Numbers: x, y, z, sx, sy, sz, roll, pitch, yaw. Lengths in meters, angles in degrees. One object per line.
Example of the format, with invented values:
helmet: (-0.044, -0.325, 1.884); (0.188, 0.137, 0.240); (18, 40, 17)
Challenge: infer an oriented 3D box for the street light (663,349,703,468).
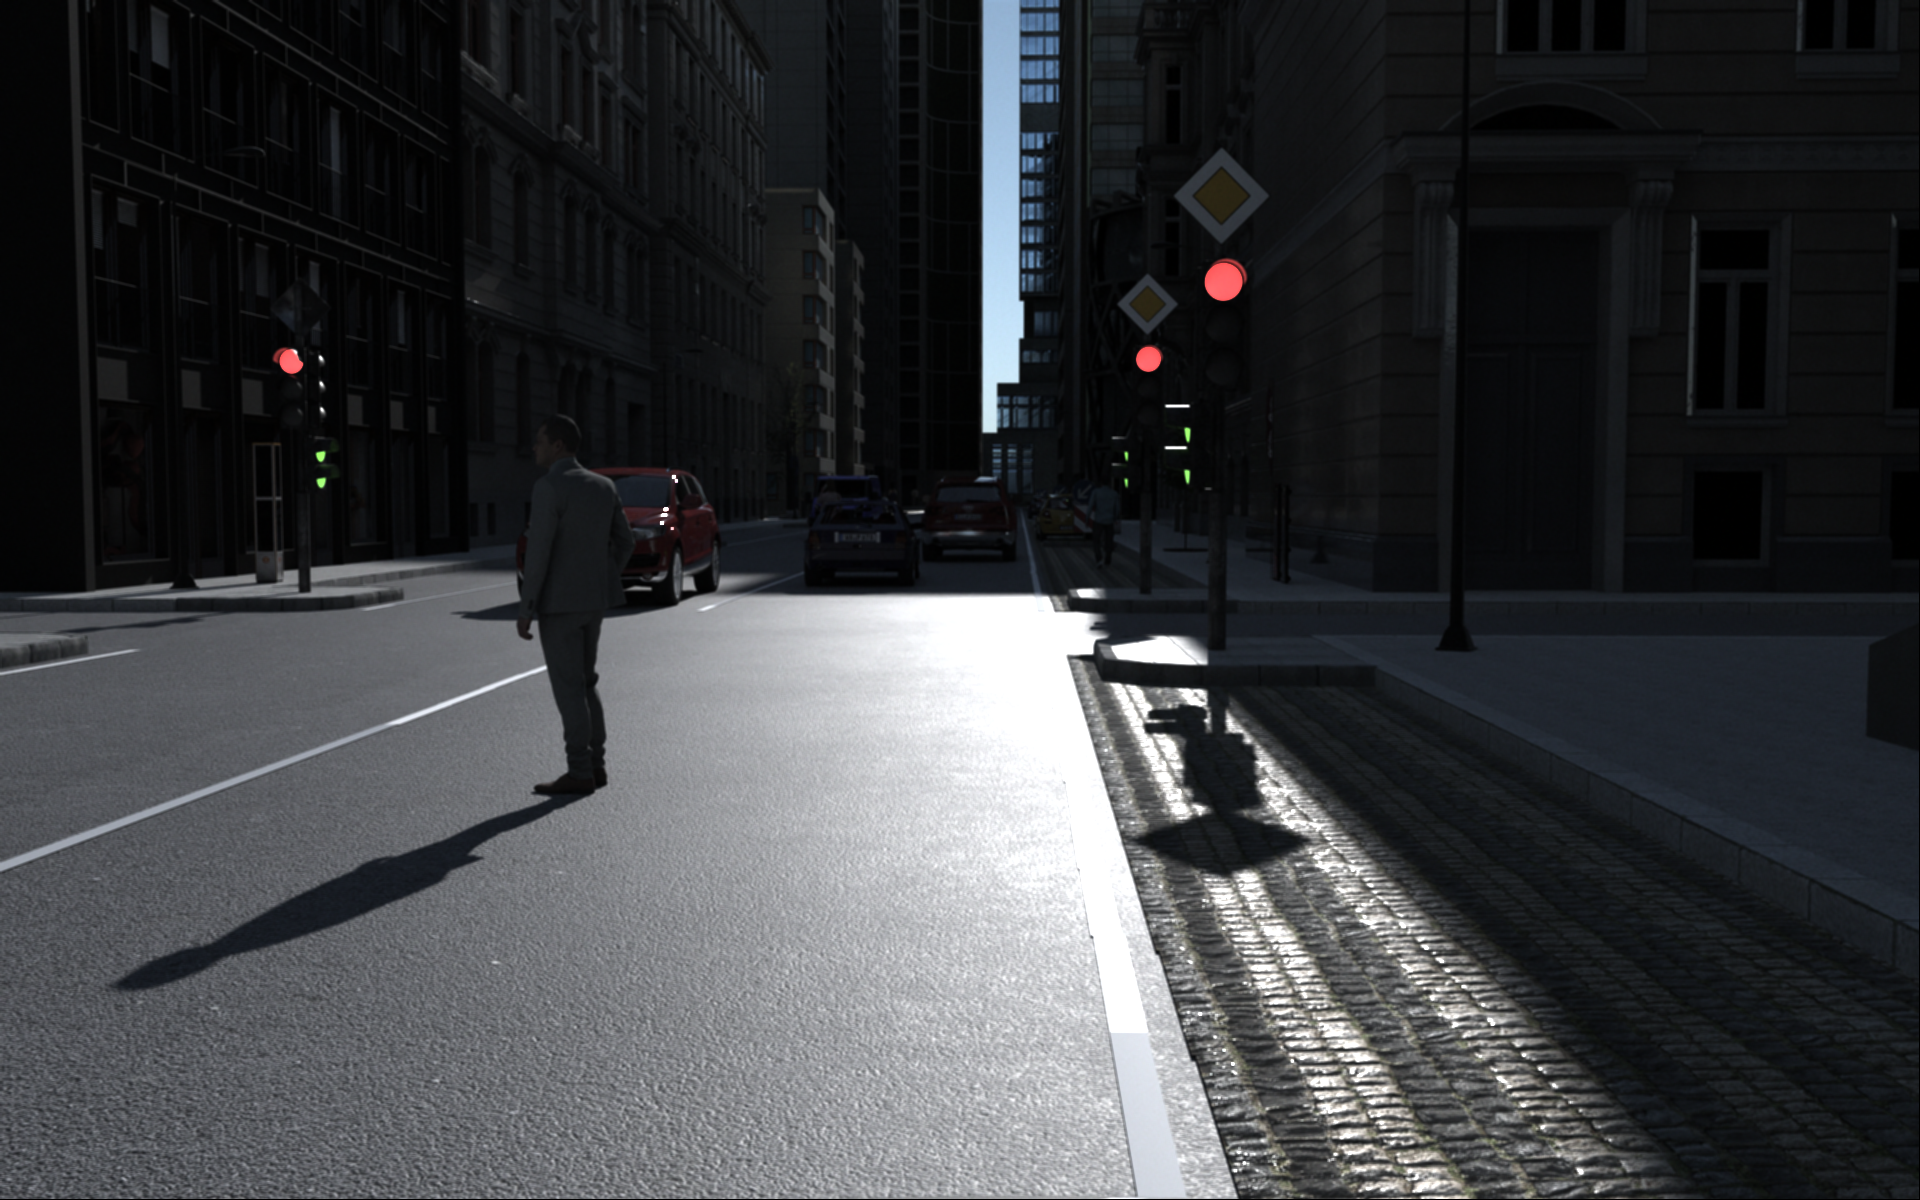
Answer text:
street light: (-8.900, -5.070, 55.443); (1.470, 5.913, 1.316); (0, 4, 2)

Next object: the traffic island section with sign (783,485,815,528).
traffic island section with sign: (-6.516, -4.030, 74.510); (1.989, 1.847, 2.006); (0, 4, 2)

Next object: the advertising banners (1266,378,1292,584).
advertising banners: (4.694, -1.798, 25.581); (0.090, 3.025, 2.074); (0, 4, 2)

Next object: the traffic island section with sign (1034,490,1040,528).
traffic island section with sign: (4.139, -3.993, 73.912); (1.989, 1.847, 2.006); (0, 4, 2)

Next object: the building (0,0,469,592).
building: (-17.280, -12.250, 29.971); (12.332, 23.373, 15.834); (0, 4, 2)

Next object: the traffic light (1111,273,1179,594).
traffic light: (2.366, -2.033, 22.154); (0.839, 4.253, 0.868); (0, 4, 2)

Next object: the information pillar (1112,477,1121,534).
information pillar: (5.003, -3.117, 55.459); (0.304, 2.012, 0.304); (0, 4, 3)

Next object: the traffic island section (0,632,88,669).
traffic island section: (-8.846, 0.466, 14.657); (2.009, 0.180, 2.903); (0, 4, 2)

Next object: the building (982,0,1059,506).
building: (18.216, -53.673, 190.232); (31.000, 86.520, 22.319); (0, 4, 2)

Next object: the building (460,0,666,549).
building: (-17.398, -16.048, 49.779); (14.401, 28.519, 23.554); (0, 4, 2)

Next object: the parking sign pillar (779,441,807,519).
parking sign pillar: (-8.613, -6.153, 89.080); (1.447, 3.967, 1.447); (0, 4, 5)

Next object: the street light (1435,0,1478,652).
street light: (3.549, -2.543, 14.112); (1.470, 5.913, 1.316); (0, 4, 2)

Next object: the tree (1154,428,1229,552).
tree: (5.209, -2.710, 38.910); (1.663, 3.219, 1.824); (0, 3, 0)

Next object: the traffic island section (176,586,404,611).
traffic island section: (-8.579, -0.022, 22.637); (2.009, 0.180, 2.903); (0, 4, 2)

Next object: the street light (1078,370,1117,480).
street light: (5.272, -5.642, 64.792); (1.470, 5.913, 1.316); (0, 4, 2)

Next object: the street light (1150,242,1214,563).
street light: (4.200, -3.638, 32.027); (1.470, 5.913, 1.316); (0, 4, 2)

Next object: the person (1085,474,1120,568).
person: (2.758, -1.519, 33.349); (0.660, 1.820, 0.620); (-1, 4, -10)

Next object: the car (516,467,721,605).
car: (-4.610, -0.937, 23.986); (2.281, 1.827, 5.304); (0, 4, 1)

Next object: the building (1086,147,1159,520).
building: (14.847, -13.526, 88.597); (16.820, 18.784, 16.811); (0, 4, 2)

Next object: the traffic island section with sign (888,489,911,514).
traffic island section with sign: (-4.815, -7.126, 125.142); (1.989, 1.847, 2.006); (0, 4, 2)

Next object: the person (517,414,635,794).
person: (-1.863, 0.016, 8.338); (0.391, 1.810, 0.635); (1, 4, 19)

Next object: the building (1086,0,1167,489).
building: (14.790, -25.875, 106.649); (14.154, 41.232, 14.086); (0, 4, 2)

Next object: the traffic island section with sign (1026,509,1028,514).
traffic island section with sign: (5.823, -7.054, 123.964); (1.989, 1.847, 2.006); (0, 4, 2)

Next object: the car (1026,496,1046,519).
car: (4.808, -5.390, 100.706); (1.945, 1.354, 3.894); (0, 4, 1)

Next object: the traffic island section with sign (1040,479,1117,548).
traffic island section with sign: (3.245, -2.345, 46.972); (1.989, 1.847, 2.006); (0, 4, 2)

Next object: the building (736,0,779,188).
building: (-16.498, -44.220, 161.241); (20.611, 71.187, 20.563); (0, 4, 2)

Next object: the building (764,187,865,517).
building: (-21.299, -16.372, 112.730); (27.650, 21.520, 28.899); (0, 4, 2)

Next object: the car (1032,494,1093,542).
car: (3.230, -2.628, 53.197); (2.015, 1.641, 3.980); (0, 4, 0)

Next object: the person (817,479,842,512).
person: (-2.617, -1.642, 35.944); (0.593, 1.750, 0.643); (-2, 4, -28)

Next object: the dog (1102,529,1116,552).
dog: (3.608, -1.605, 43.083); (0.513, 0.831, 0.800); (2, 4, 33)

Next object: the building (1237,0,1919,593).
building: (15.313, -14.784, 27.631); (20.117, 28.700, 13.634); (0, 4, 2)

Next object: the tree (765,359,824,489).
tree: (-9.404, -8.697, 92.562); (4.360, 8.622, 3.978); (0, 3, 0)

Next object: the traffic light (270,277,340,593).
traffic light: (-8.539, -2.054, 22.501); (0.839, 4.253, 0.868); (0, 4, 2)

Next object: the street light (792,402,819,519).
street light: (-7.829, -7.033, 87.533); (1.470, 5.913, 1.316); (0, 4, 2)

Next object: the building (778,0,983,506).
building: (-7.943, -46.021, 190.692); (20.611, 71.187, 20.563); (0, 4, 2)

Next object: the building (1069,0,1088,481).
building: (15.109, -28.811, 121.170); (14.600, 45.320, 14.200); (0, 4, 2)

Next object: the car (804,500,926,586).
car: (-1.550, -0.964, 28.336); (1.945, 1.354, 3.894); (0, 4, 1)

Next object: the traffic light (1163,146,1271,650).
traffic light: (2.099, -1.544, 14.173); (0.839, 4.253, 0.868); (0, 4, 2)

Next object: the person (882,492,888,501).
person: (-3.541, -4.172, 79.316); (0.503, 1.515, 0.523); (-2, 4, -34)

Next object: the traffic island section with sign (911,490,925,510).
traffic island section with sign: (-3.912, -8.781, 152.192); (1.989, 1.847, 2.006); (0, 4, 2)

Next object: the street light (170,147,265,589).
street light: (-10.008, -3.108, 23.355); (1.470, 5.913, 1.316); (0, 4, 2)

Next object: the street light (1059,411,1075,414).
street light: (6.233, -7.625, 97.213); (1.470, 5.913, 1.316); (0, 4, 2)

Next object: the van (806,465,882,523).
van: (-3.603, -3.115, 55.313); (2.240, 2.365, 5.245); (0, 4, 2)

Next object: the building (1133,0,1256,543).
building: (13.004, -14.526, 56.591); (14.460, 24.649, 34.723); (0, 4, 2)

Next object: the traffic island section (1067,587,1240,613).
traffic island section: (2.406, 0.001, 22.266); (2.009, 0.180, 2.903); (0, 4, 2)

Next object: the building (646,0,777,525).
building: (-15.696, -16.937, 74.180); (12.463, 27.353, 25.104); (0, 4, 2)

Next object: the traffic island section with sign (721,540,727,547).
traffic island section with sign: (-7.429, -2.360, 47.216); (1.989, 1.847, 2.006); (0, 4, 2)

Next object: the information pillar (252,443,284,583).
information pillar: (-9.983, -1.254, 24.997); (0.304, 2.012, 0.304); (0, 4, -3)

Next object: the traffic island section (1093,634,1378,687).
traffic island section: (2.139, 0.489, 14.286); (2.009, 0.180, 2.903); (0, 4, 2)

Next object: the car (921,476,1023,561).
car: (0.251, -1.827, 38.550); (2.281, 1.827, 5.304); (0, 4, 2)

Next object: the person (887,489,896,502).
person: (-4.273, -5.986, 106.824); (0.568, 1.767, 0.683); (3, 4, 38)

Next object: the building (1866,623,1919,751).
building: (20.668, -18.875, 0.492); (32.217, 40.220, 23.993); (0, 4, 2)
